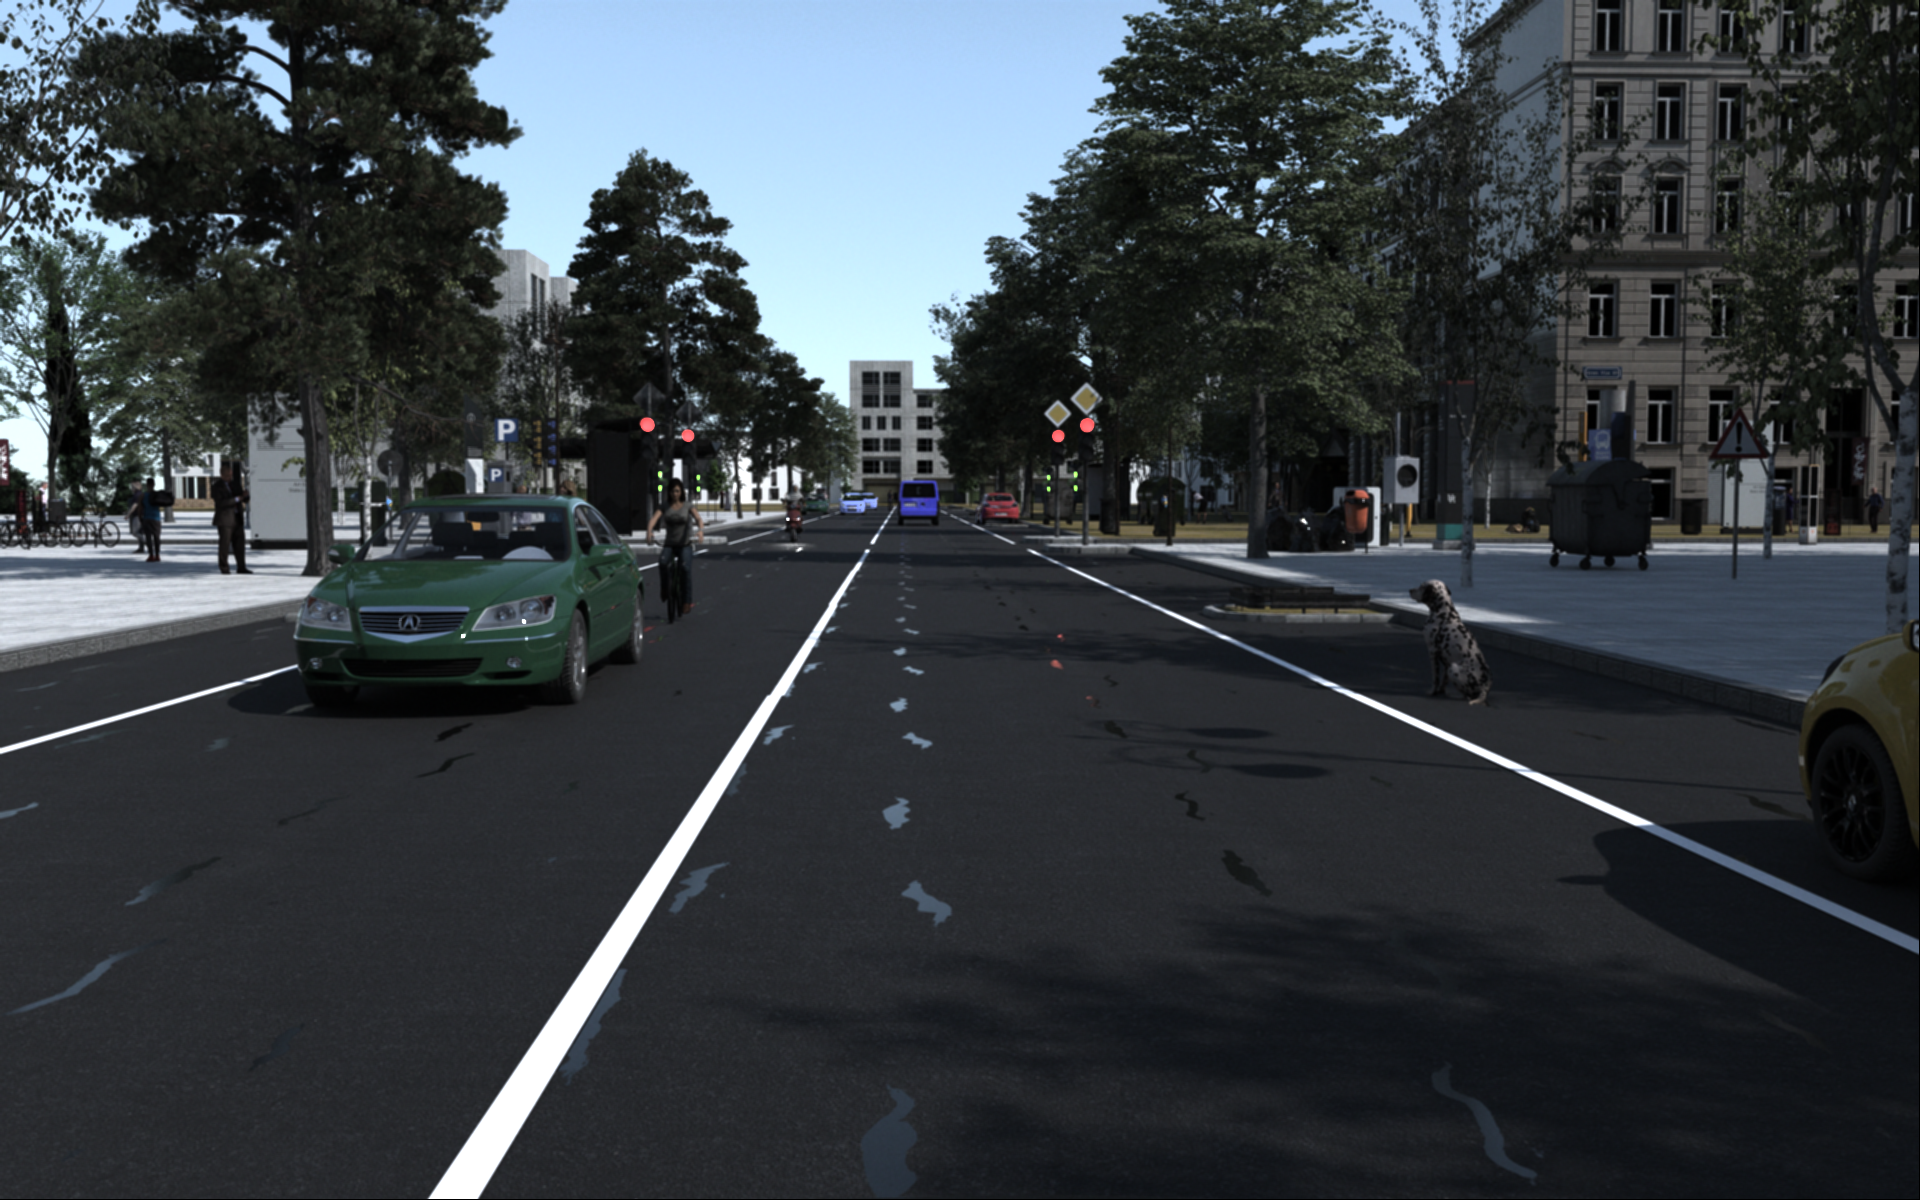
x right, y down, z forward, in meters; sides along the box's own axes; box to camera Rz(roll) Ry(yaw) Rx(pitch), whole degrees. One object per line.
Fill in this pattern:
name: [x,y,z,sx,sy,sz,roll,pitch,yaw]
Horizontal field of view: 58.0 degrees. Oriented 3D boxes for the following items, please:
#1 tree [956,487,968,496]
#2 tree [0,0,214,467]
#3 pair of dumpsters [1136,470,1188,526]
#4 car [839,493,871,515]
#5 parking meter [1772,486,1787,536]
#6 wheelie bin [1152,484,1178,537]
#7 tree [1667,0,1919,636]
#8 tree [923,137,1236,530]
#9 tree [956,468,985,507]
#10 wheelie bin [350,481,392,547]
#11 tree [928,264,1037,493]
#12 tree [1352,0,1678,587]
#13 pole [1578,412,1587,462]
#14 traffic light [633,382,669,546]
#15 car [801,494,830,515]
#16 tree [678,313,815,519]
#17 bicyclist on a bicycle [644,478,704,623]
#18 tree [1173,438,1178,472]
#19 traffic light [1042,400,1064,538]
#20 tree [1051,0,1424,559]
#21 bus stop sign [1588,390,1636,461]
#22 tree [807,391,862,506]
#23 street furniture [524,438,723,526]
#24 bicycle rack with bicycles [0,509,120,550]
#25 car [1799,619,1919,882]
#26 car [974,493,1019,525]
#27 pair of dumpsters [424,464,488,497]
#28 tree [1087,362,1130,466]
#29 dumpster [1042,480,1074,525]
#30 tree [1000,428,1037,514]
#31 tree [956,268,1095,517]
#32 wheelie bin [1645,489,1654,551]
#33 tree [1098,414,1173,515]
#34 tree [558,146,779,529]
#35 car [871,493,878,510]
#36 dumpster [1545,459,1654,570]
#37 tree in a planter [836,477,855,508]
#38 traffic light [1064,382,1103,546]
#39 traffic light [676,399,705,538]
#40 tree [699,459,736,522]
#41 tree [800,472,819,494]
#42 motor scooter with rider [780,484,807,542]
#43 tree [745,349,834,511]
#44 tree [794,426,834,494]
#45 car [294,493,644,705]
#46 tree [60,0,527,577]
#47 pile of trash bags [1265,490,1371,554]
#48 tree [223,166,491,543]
tree: [0.111,-12.686,202.022,1.663,3.219,1.824,0,3,0]
tree: [-8.607,-3.916,14.388,4.360,8.622,3.978,0,3,0]
pair of dumpsters: [8.429,-4.264,72.210,1.574,2.255,4.436,0,4,-2]
car: [-7.316,-6.660,118.474,1.945,1.707,3.694,0,4,-1]
parking meter: [25.266,-2.753,53.415,0.372,1.533,0.369,0,3,0]
wheelie bin: [6.179,-2.706,52.147,0.693,1.594,0.980,-1,4,-11]
tree: [7.180,-3.816,12.762,4.737,8.622,4.395,0,3,0]
tree: [5.135,-9.437,60.952,9.857,13.997,8.962,0,3,0]
tree: [1.106,-11.767,176.096,4.285,4.588,4.351,0,3,0]
wheelie bin: [-14.375,-2.103,42.287,0.980,1.594,0.693,-1,4,-20]
tree: [3.464,-17.382,140.089,12.611,20.169,13.585,0,3,0]
tree: [7.056,-4.470,23.448,4.360,8.622,3.978,0,3,0]
pole: [15.437,-3.007,43.003,0.158,3.312,0.155,0,3,0]
traffic light: [-7.641,-3.273,42.750,0.839,4.213,0.868,0,4,-2]
car: [-10.031,-6.609,119.854,2.131,1.459,4.920,0,4,-2]
tree: [-11.819,-9.517,90.017,7.601,10.594,8.767,-1,4,-11]
bicyclist on a bicycle: [-3.216,-0.587,19.620,1.499,1.676,1.625,0,4,-4]
tree: [11.860,-10.004,113.926,4.360,8.622,3.978,0,3,0]
traffic light: [2.853,-3.783,51.098,0.839,4.213,0.868,0,4,-2]
tree: [5.538,-7.096,34.142,7.486,12.596,7.792,0,3,0]
bus stop sign: [16.521,-3.360,43.949,0.837,3.901,0.837,-3,5,-40]
tree: [-14.269,-16.699,191.157,7.486,12.596,7.792,0,3,0]
street furniture: [-13.819,-4.888,72.020,7.346,3.524,5.398,0,4,-2]
bicycle rack with bicycles: [-21.999,-1.708,41.301,2.925,0.926,2.852,2,4,26]
car: [4.195,0.302,5.286,2.015,1.641,3.980,0,4,-2]
car: [1.748,-4.459,81.952,2.155,1.783,4.494,0,4,-4]
pair of dumpsters: [-15.343,-3.130,53.668,1.574,2.255,4.436,0,4,-2]
tree: [8.355,-8.538,89.964,4.737,8.622,4.395,0,3,0]
dumpster: [4.121,-4.081,72.490,1.264,1.857,1.865,0,4,-2]
tree: [3.619,-9.620,107.644,4.360,8.622,3.978,0,3,0]
tree: [3.952,-11.563,96.478,7.806,13.903,7.818,0,3,0]
wheelie bin: [15.198,-1.900,38.979,0.693,1.594,0.980,2,4,30]
tree: [10.429,-9.600,107.318,4.360,8.622,3.978,0,3,0]
tree: [-10.619,-9.520,63.072,7.806,13.903,7.818,0,3,0]
car: [-8.314,-8.931,155.612,1.945,1.707,3.694,0,4,-3]
dumpster: [11.024,-1.473,29.846,1.264,1.857,1.865,0,4,-2]
tree in a planter: [-11.850,-11.191,180.191,1.991,3.239,1.994,0,4,-2]
traffic light: [3.114,-3.295,43.117,0.839,4.213,0.868,0,4,-2]
traffic light: [-7.902,-3.761,50.731,0.839,4.213,0.868,0,4,-2]
tree: [-11.445,-5.280,80.933,1.663,3.219,1.824,0,3,0]
tree: [-13.124,-9.567,151.015,1.663,3.219,1.824,0,3,0]
motor scooter with rider: [-5.036,-2.646,52.228,0.876,1.779,1.986,0,4,-3]
tree: [-12.735,-12.684,129.431,6.751,12.117,7.091,0,3,0]
tree: [-13.823,-12.811,159.828,4.360,8.622,3.978,0,3,0]
car: [-3.566,-0.091,13.286,2.131,1.459,4.920,0,4,-2]
tree: [-10.033,-6.398,26.665,6.751,12.117,7.091,0,3,0]
pile of trash bags: [8.054,-1.755,38.451,1.912,1.369,3.447,-1,4,-19]
tree: [-11.961,-5.159,34.716,4.737,8.622,4.395,0,3,0]
